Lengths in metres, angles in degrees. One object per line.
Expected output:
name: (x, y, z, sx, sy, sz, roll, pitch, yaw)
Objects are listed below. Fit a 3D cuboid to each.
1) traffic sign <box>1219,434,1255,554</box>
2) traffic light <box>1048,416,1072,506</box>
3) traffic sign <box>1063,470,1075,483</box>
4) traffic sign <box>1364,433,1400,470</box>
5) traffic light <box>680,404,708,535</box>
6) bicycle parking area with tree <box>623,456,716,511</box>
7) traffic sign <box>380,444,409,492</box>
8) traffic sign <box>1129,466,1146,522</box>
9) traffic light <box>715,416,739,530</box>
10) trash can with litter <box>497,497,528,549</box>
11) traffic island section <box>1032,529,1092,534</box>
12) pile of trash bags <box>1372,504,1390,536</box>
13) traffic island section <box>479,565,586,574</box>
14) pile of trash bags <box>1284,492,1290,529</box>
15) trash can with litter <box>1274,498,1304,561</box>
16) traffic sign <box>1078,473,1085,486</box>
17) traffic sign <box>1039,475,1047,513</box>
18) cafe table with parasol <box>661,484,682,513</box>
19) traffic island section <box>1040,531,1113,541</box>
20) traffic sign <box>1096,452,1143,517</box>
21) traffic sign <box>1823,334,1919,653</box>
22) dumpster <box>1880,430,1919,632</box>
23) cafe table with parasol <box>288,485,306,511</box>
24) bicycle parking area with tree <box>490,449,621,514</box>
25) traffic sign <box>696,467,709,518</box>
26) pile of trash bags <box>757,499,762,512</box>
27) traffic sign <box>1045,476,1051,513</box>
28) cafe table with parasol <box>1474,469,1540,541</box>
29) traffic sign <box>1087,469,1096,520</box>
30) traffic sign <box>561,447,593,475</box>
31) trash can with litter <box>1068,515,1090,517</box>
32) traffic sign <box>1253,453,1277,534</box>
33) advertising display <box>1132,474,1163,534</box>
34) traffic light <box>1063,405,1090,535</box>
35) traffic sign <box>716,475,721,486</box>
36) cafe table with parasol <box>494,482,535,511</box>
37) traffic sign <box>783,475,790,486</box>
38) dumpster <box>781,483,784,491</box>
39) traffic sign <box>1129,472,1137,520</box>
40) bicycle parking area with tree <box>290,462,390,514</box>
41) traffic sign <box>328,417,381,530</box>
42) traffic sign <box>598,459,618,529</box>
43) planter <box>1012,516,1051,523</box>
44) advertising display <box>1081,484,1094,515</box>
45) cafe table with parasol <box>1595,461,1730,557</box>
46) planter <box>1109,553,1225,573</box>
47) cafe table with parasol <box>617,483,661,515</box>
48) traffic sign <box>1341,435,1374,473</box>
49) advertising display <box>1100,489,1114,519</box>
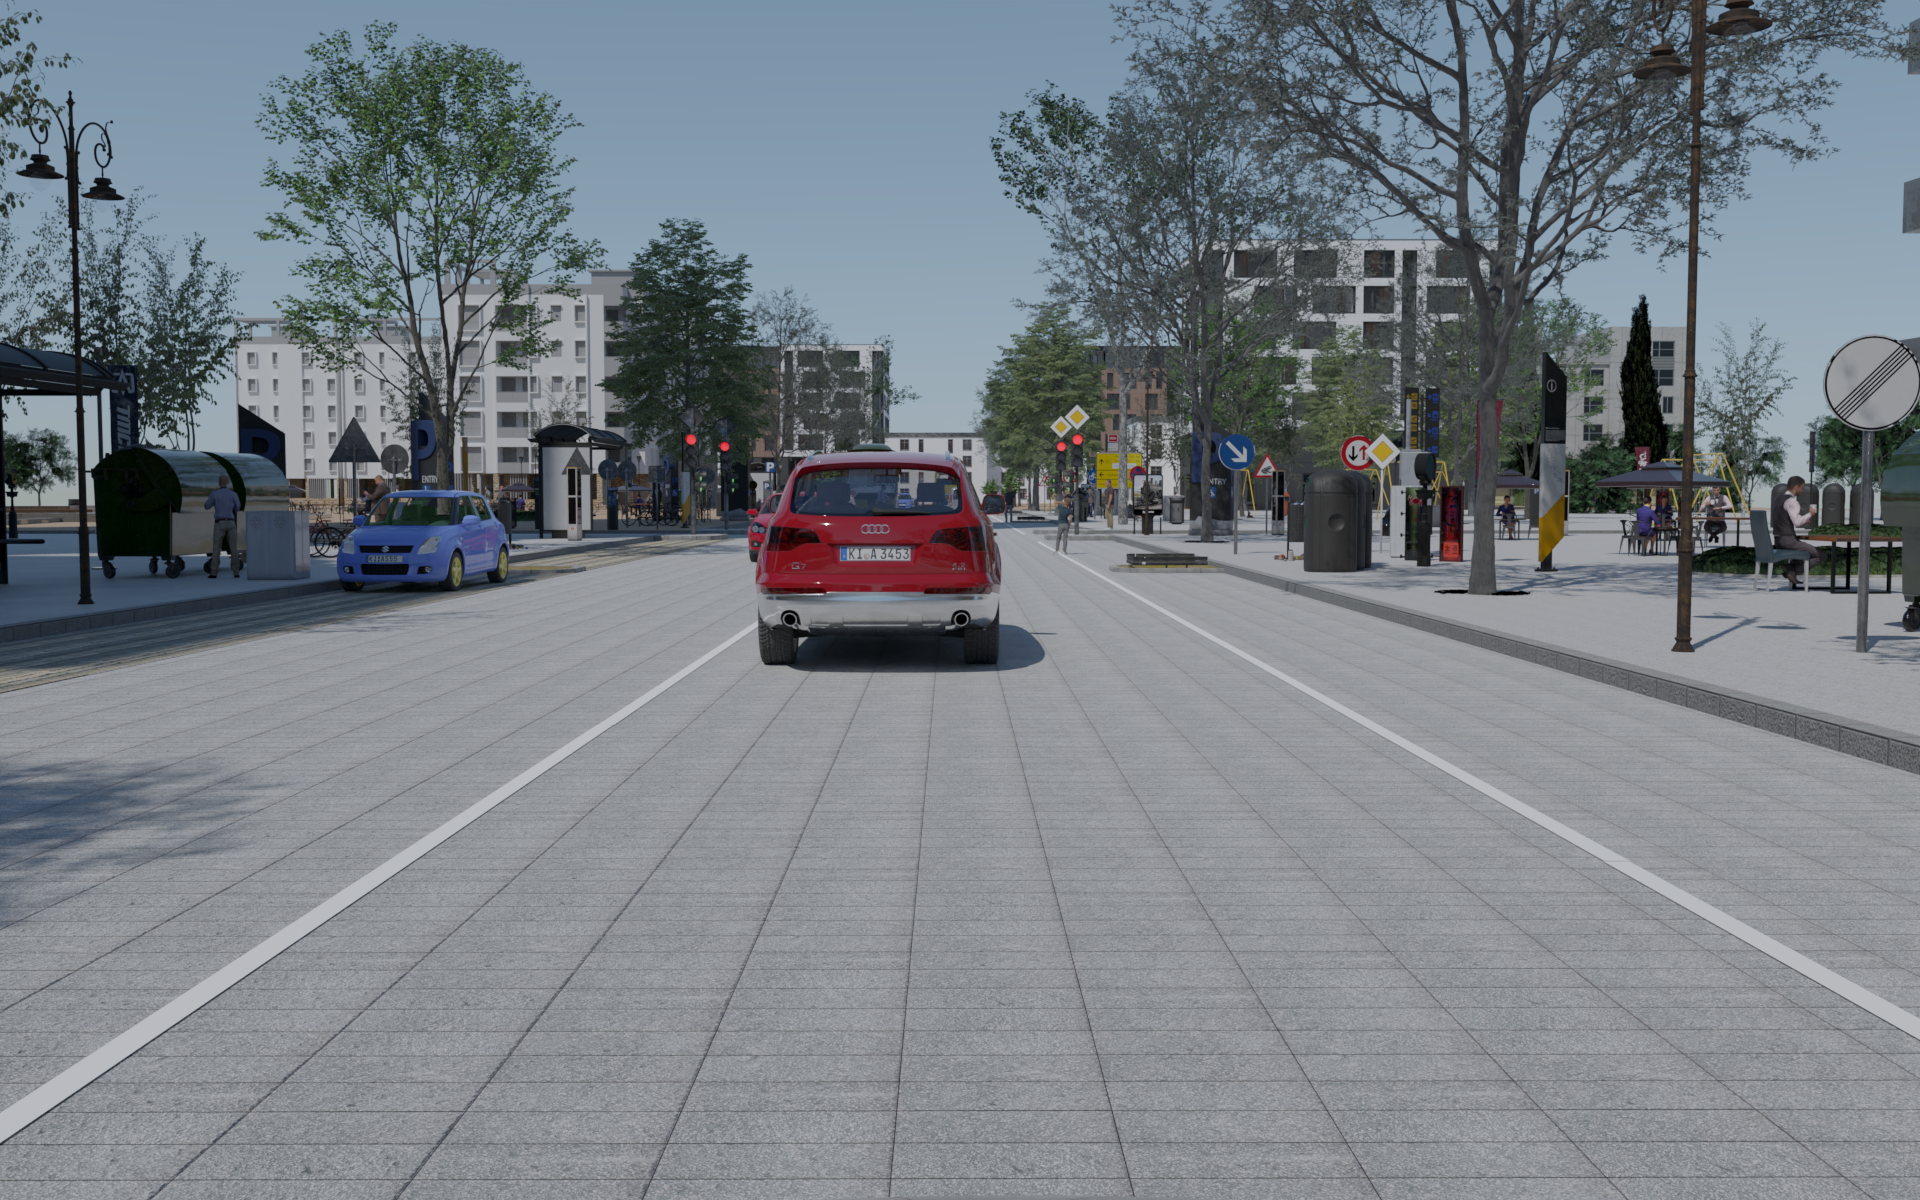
traffic sign: (5.862, -2.242, 36.756, 0.768, 2.556, 0.104, 0, 4, 1)
traffic light: (3.616, -4.495, 62.411, 0.839, 4.253, 0.868, 0, 4, 0)
traffic sign: (5.779, -5.565, 91.101, 0.768, 2.556, 0.104, 0, 4, 5)
traffic sign: (9.139, -2.305, 37.424, 0.795, 2.593, 0.064, 0, 4, 1)
traffic light: (-8.367, -4.002, 54.353, 0.839, 4.253, 0.868, 0, 4, 0)
bicycle parking area with tree: (-23.171, -8.930, 133.003, 9.016, 4.147, 8.231, 2, 4, 34)
traffic sign: (-14.430, -2.697, 44.208, 0.768, 2.556, 0.104, 0, 4, 7)
traffic sign: (8.054, -4.792, 78.459, 0.768, 2.556, 0.104, 0, 4, 8)
traffic light: (-8.405, -4.490, 62.338, 0.839, 4.253, 0.868, 0, 4, 0)
trash can with litter: (-10.884, -1.790, 40.331, 1.678, 1.210, 2.233, 1, 4, 13)
traffic island section: (3.656, -2.461, 62.525, 2.009, 0.180, 2.903, 0, 4, 0)
pile of trash bags: (12.390, -2.711, 54.075, 3.447, 1.369, 1.912, 2, 4, 33)
traffic island section: (-7.962, -0.546, 31.797, 1.991, 0.108, 1.994, 0, 4, 0)
pile of trash bags: (13.250, -3.297, 63.655, 3.447, 1.369, 1.912, 0, 4, 4)
trash can with litter: (7.027, -1.392, 33.816, 2.233, 1.210, 1.678, -1, 4, -20)
traffic sign: (7.483, -6.690, 109.116, 0.795, 2.593, 0.064, 0, 4, 4)
traffic sign: (5.795, -7.246, 118.467, 0.884, 2.594, 0.081, 0, 4, 3)
cafe table with parasol: (-20.218, -6.907, 117.789, 2.610, 1.966, 2.610, -1, 4, -12)
traffic island section: (3.694, -1.973, 54.540, 2.009, 0.180, 2.903, 0, 4, 0)
traffic sign: (7.764, -5.547, 84.562, 2.265, 3.308, 0.079, 0, 4, 2)
traffic sign: (7.300, -0.847, 13.948, 0.768, 2.556, 0.104, 0, 4, 3)
dumpster: (9.360, -0.781, 15.270, 1.502, 2.255, 1.985, 0, 4, 0)
cafe table with parasol: (-49.427, -7.537, 128.089, 2.610, 1.966, 2.610, 3, 5, 39)
bicycle parking area with tree: (-27.805, -7.748, 113.683, 9.016, 4.147, 8.231, 0, 4, 4)
traffic sign: (-12.301, -5.031, 82.365, 0.768, 2.556, 0.104, 0, 4, 8)
pile of trash bags: (-13.358, -5.882, 105.924, 1.912, 1.369, 3.447, 2, 4, 29)
traffic sign: (6.121, -7.169, 117.312, 0.768, 2.556, 0.104, 0, 4, 0)
cafe table with parasol: (15.354, -2.660, 48.355, 2.610, 1.966, 2.610, -1, 4, -16)
traffic sign: (6.782, -5.317, 87.032, 0.768, 2.556, 0.104, 0, 4, 8)
traffic sign: (-10.645, -2.945, 48.162, 0.884, 2.594, 0.081, 0, 4, 2)
trash can with litter: (6.500, -5.292, 97.579, 2.233, 1.210, 1.678, -3, 5, -40)
traffic sign: (9.812, -3.387, 55.389, 0.884, 2.594, 0.081, 0, 4, 4)
advertising display: (5.980, -3.058, 55.217, 0.974, 1.923, 0.123, 0, 4, -4)
traffic light: (3.654, -4.006, 54.426, 0.839, 4.253, 0.868, 0, 4, 0)
traffic sign: (-15.469, -6.871, 112.448, 0.768, 2.556, 0.104, 0, 4, 4)
cafe table with parasol: (-31.767, -7.240, 123.244, 2.610, 1.966, 2.610, 0, 4, 4)
traffic sign: (-11.736, -7.240, 118.486, 0.768, 2.556, 0.104, 0, 4, 5)
dumpster: (-12.656, -7.555, 126.023, 1.502, 2.255, 1.985, 0, 4, 0)
traffic sign: (8.579, -5.143, 84.197, 0.768, 2.556, 0.104, 0, 4, 5)
bicycle parking area with tree: (-38.887, -7.693, 112.785, 9.016, 4.147, 8.231, 2, 4, 31)
traffic sign: (-10.216, -1.788, 29.239, 0.884, 2.594, 0.081, 0, 3, 0)
traffic sign: (-12.889, -3.869, 63.368, 0.768, 2.556, 0.104, 1, 4, 9)
planter: (3.535, -4.039, 87.183, 1.991, 0.319, 1.994, 0, 4, 0)
advertising display: (7.948, -6.234, 107.140, 0.974, 1.923, 0.123, 1, 4, 16)
cafe table with parasol: (14.616, -1.909, 36.080, 2.610, 1.966, 2.610, 1, 4, 21)
planter: (3.800, -0.681, 32.282, 1.991, 0.319, 1.994, 0, 4, 0)
cafe table with parasol: (-20.060, -6.163, 105.632, 2.610, 1.966, 2.610, 0, 4, 6)
traffic sign: (8.631, -2.294, 37.609, 0.768, 2.556, 0.104, 0, 4, 1)
advertising display: (7.595, -5.159, 89.559, 0.974, 1.923, 0.123, -3, 5, -42)
